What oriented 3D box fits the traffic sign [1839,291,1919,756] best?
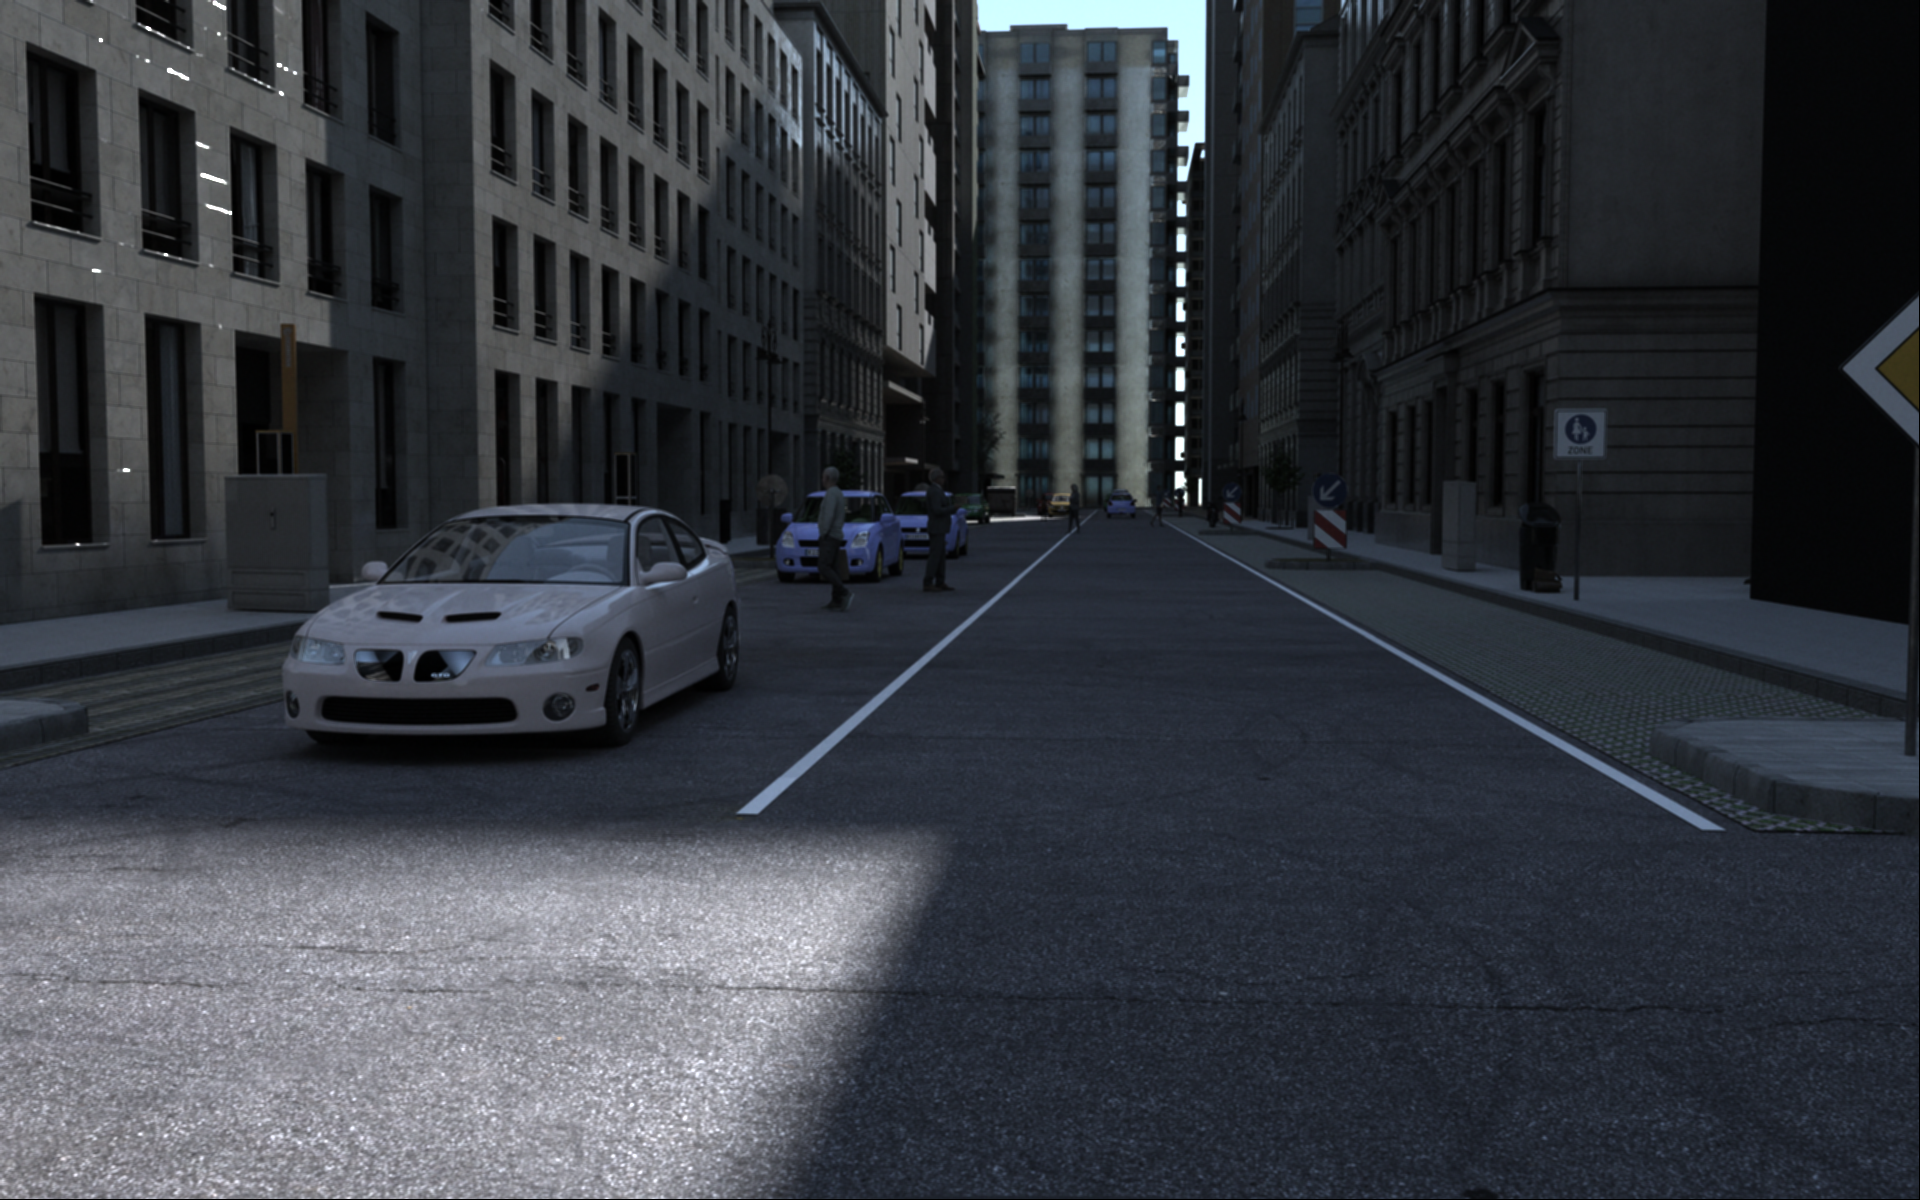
[{"bbox_3d":[4.661,-0.293,8.438,0.795,2.450,0.064,0,4,5],"label":"traffic sign"}]

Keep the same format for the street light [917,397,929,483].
[{"bbox_3d":[-1.742,-6.695,82.258,0.468,5.910,1.993,0,4,5],"label":"street light"}]

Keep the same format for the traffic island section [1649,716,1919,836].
[{"bbox_3d":[4.686,0.842,8.513,2.009,0.180,2.903,0,4,5],"label":"traffic island section"}]

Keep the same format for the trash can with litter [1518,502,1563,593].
[{"bbox_3d":[7.753,-0.704,22.898,0.624,1.170,1.055,0,4,4],"label":"trash can with litter"}]

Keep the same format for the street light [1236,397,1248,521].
[{"bbox_3d":[13.455,-6.723,82.710,0.468,5.910,1.993,0,4,5],"label":"street light"}]

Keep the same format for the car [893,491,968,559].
[{"bbox_3d":[-0.768,-1.830,39.506,1.945,1.707,3.694,0,4,5],"label":"car"}]

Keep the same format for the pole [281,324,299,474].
[{"bbox_3d":[-8.061,-1.654,20.881,0.158,3.312,0.155,0,3,0],"label":"pole"}]

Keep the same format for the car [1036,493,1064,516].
[{"bbox_3d":[6.178,-6.570,116.465,2.155,1.783,4.494,0,4,5],"label":"car"}]

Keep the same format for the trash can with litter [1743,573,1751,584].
[{"bbox_3d":[10.908,-0.707,22.948,0.624,1.170,1.055,-2,4,-29],"label":"trash can with litter"}]

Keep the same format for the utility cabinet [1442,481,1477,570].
[{"bbox_3d":[8.418,-1.254,29.183,0.318,1.500,1.173,0,4,3],"label":"utility cabinet"}]

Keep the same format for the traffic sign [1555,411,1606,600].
[{"bbox_3d":[7.449,-1.146,20.865,0.606,2.300,0.079,0,4,8],"label":"traffic sign"}]

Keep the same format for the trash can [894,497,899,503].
[{"bbox_3d":[-2.804,-4.390,83.423,0.748,1.137,0.748,0,3,0],"label":"trash can"}]

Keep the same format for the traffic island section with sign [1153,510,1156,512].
[{"bbox_3d":[16.266,-7.864,137.207,1.989,1.847,2.006,0,4,5],"label":"traffic island section with sign"}]

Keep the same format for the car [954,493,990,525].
[{"bbox_3d":[0.399,-4.505,82.448,1.959,1.807,4.718,0,4,7],"label":"car"}]

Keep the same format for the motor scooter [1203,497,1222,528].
[{"bbox_3d":[10.842,-3.765,74.335,0.815,1.314,1.986,0,4,5],"label":"motor scooter"}]

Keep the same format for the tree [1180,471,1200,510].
[{"bbox_3d":[19.014,-9.117,143.661,1.663,3.219,1.824,0,3,0],"label":"tree"}]

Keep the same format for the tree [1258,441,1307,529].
[{"bbox_3d":[11.902,-4.223,63.652,1.663,3.219,1.824,0,3,0],"label":"tree"}]

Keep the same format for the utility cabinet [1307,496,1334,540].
[{"bbox_3d":[9.965,-2.244,47.854,0.306,1.237,1.020,-1,4,-15],"label":"utility cabinet"}]

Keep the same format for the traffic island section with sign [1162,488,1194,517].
[{"bbox_3d":[13.810,-6.197,109.945,1.989,1.847,2.006,0,4,5],"label":"traffic island section with sign"}]

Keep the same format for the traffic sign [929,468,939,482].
[{"bbox_3d":[-1.174,-5.174,84.706,0.768,2.556,0.104,1,4,14],"label":"traffic sign"}]

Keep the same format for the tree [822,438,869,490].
[{"bbox_3d":[-3.907,-3.969,59.496,1.663,3.219,1.824,0,3,0],"label":"tree"}]

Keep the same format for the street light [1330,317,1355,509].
[{"bbox_3d":[10.009,-4.446,45.474,0.468,5.910,1.993,0,4,5],"label":"street light"}]

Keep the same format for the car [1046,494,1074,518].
[{"bbox_3d":[6.318,-5.898,106.653,2.015,1.641,3.980,0,4,4],"label":"car"}]

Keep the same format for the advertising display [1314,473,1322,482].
[{"bbox_3d":[11.205,-3.003,54.315,0.123,1.923,0.974,0,4,4],"label":"advertising display"}]

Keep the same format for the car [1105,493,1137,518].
[{"bbox_3d":[9.696,-5.790,104.249,1.945,1.707,3.694,0,4,4],"label":"car"}]

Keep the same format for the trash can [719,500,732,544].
[{"bbox_3d":[-6.276,-2.044,45.072,0.748,1.137,0.748,0,3,0],"label":"trash can"}]

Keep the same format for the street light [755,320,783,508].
[{"bbox_3d":[-5.060,-4.483,46.079,0.468,5.910,1.993,0,4,5],"label":"street light"}]

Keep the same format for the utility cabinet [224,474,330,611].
[{"bbox_3d":[-7.471,-0.626,18.921,1.173,1.500,0.318,1,4,23],"label":"utility cabinet"}]

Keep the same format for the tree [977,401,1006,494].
[{"bbox_3d":[1.510,-11.241,134.145,4.360,8.622,3.978,0,3,0],"label":"tree"}]

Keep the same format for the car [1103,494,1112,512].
[{"bbox_3d":[12.653,-8.114,141.461,1.959,1.807,4.718,0,4,4],"label":"car"}]

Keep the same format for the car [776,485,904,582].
[{"bbox_3d":[-1.994,-1.205,29.299,1.945,1.707,3.694,0,4,6],"label":"car"}]

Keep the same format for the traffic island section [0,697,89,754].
[{"bbox_3d":[-6.261,0.782,9.498,2.009,0.180,2.903,0,4,5],"label":"traffic island section"}]

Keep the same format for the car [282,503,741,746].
[{"bbox_3d":[-2.693,0.059,11.405,2.083,1.381,4.827,0,4,5],"label":"car"}]
